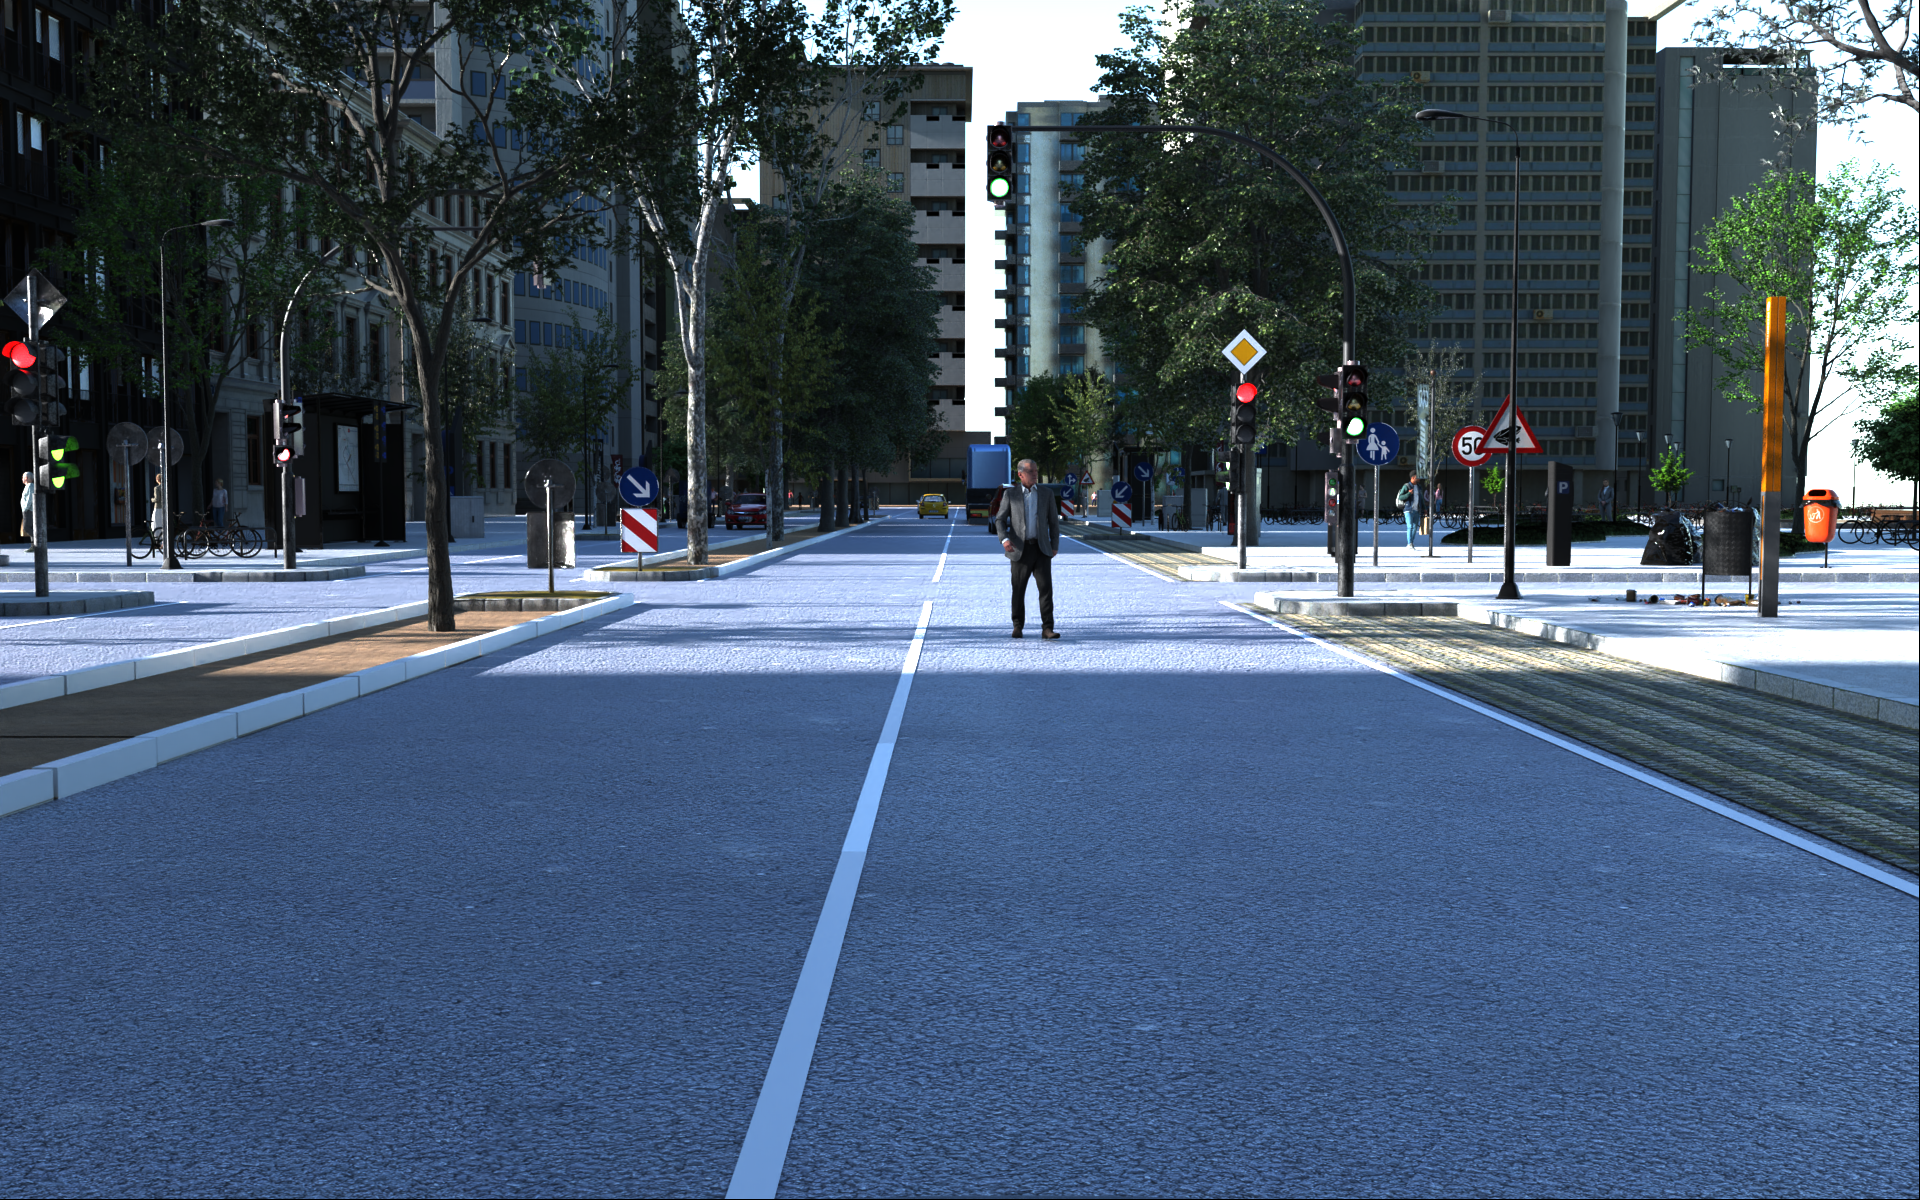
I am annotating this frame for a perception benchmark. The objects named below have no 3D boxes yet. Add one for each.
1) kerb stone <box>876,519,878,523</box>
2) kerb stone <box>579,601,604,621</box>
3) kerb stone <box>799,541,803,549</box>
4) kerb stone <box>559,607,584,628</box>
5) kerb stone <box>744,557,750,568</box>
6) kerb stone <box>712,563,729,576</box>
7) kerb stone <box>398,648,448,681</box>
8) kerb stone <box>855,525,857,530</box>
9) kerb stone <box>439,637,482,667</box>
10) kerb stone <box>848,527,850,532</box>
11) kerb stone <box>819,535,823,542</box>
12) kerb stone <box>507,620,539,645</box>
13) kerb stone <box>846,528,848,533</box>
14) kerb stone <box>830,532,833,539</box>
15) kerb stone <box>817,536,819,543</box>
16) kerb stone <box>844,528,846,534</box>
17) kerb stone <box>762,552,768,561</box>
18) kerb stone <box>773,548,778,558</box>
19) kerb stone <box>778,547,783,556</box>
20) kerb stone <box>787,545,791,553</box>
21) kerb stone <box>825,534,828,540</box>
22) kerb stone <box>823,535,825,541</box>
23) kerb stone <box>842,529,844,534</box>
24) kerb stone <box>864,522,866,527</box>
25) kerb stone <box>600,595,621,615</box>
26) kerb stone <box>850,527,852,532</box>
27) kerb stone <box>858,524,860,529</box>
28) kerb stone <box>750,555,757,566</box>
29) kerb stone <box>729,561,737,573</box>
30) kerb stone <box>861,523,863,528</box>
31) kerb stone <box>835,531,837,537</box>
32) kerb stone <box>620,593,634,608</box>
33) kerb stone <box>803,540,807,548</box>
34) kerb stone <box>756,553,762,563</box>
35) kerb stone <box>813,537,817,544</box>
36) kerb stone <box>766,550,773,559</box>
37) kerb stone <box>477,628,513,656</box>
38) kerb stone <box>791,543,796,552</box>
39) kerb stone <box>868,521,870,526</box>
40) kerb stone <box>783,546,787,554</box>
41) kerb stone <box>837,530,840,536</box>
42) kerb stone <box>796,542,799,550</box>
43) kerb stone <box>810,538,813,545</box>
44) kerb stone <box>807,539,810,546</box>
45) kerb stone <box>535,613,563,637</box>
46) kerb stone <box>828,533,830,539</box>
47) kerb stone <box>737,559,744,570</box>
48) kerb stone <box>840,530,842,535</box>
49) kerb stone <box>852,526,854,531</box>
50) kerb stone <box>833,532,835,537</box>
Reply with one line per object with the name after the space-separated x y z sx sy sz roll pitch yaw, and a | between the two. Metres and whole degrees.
-4.199 -3.780 83.998 0.120 0.150 1.000 0 3 0 | kerb stone
-4.283 0.142 19.883 0.120 0.150 1.000 0 3 0 | kerb stone
-4.253 -1.397 45.042 0.120 0.150 1.000 0 3 0 | kerb stone
-4.290 0.207 18.861 0.120 0.150 1.000 0 3 0 | kerb stone
-4.264 -0.705 33.779 0.120 0.150 1.000 0 3 0 | kerb stone
-4.268 -0.520 30.705 0.120 0.150 1.000 0 3 0 | kerb stone
-4.296 0.517 13.746 0.120 0.150 1.000 0 3 0 | kerb stone
-4.223 -2.777 67.606 0.120 0.150 1.000 0 3 0 | kerb stone
-4.296 0.456 14.768 0.120 0.150 1.000 0 3 0 | kerb stone
-4.230 -2.525 63.486 0.120 0.150 1.000 0 3 0 | kerb stone
-4.239 -1.774 51.194 0.120 0.150 1.000 0 3 0 | kerb stone
-4.294 0.330 16.814 0.120 0.150 1.000 0 3 0 | kerb stone
-4.224 -2.463 62.464 0.120 0.150 1.000 0 3 0 | kerb stone
-4.235 -2.023 55.295 0.120 0.150 1.000 0 3 0 | kerb stone
-4.250 -1.710 50.169 0.120 0.150 1.000 0 3 0 | kerb stone
-4.231 -2.400 61.438 0.120 0.150 1.000 0 3 0 | kerb stone
-4.266 -0.895 36.851 0.120 0.150 1.000 0 3 0 | kerb stone
-4.265 -1.021 38.895 0.120 0.150 1.000 0 3 0 | kerb stone
-4.261 -1.082 39.918 0.120 0.150 1.000 0 3 0 | kerb stone
-4.260 -1.210 41.975 0.120 0.150 1.000 0 3 0 | kerb stone
-4.234 -1.899 53.243 0.120 0.150 1.000 0 3 0 | kerb stone
-4.241 -1.836 52.220 0.120 0.150 1.000 0 3 0 | kerb stone
-4.235 -2.333 60.406 0.120 0.150 1.000 0 3 0 | kerb stone
-4.211 -3.148 73.743 0.120 0.150 1.000 0 3 0 | kerb stone
-4.279 0.079 20.910 0.120 0.150 1.000 0 3 0 | kerb stone
-4.225 -2.588 64.514 0.120 0.150 1.000 0 3 0 | kerb stone
-4.211 -2.903 69.652 0.120 0.150 1.000 0 3 0 | kerb stone
-4.257 -0.768 34.802 0.120 0.150 1.000 0 3 0 | kerb stone
-4.265 -0.583 31.731 0.120 0.150 1.000 0 3 0 | kerb stone
-4.210 -3.026 71.697 0.120 0.150 1.000 0 3 0 | kerb stone
-4.237 -2.149 57.339 0.120 0.150 1.000 0 3 0 | kerb stone
-4.287 0.016 21.933 0.120 0.150 1.000 0 3 0 | kerb stone
-4.250 -1.460 46.064 0.120 0.150 1.000 0 3 0 | kerb stone
-4.265 -0.832 35.829 0.120 0.150 1.000 0 3 0 | kerb stone
-4.242 -1.648 49.135 0.120 0.150 1.000 0 3 0 | kerb stone
-4.265 -0.959 37.873 0.120 0.150 1.000 0 3 0 | kerb stone
-4.289 0.392 15.790 0.120 0.150 1.000 0 3 0 | kerb stone
-4.252 -1.272 42.997 0.120 0.150 1.000 0 3 0 | kerb stone
-4.209 -3.341 76.820 0.120 0.150 1.000 0 3 0 | kerb stone
-4.262 -1.146 40.945 0.120 0.150 1.000 0 3 0 | kerb stone
-4.234 -2.212 58.361 0.120 0.150 1.000 0 3 0 | kerb stone
-4.256 -1.331 44.020 0.120 0.150 1.000 0 3 0 | kerb stone
-4.252 -1.584 48.109 0.120 0.150 1.000 0 3 0 | kerb stone
-4.251 -1.521 47.086 0.120 0.150 1.000 0 3 0 | kerb stone
-4.289 0.267 17.836 0.120 0.150 1.000 0 3 0 | kerb stone
-4.243 -1.961 54.265 0.120 0.150 1.000 0 3 0 | kerb stone
-4.264 -0.643 32.754 0.120 0.150 1.000 0 3 0 | kerb stone
-4.226 -2.270 59.384 0.120 0.150 1.000 0 3 0 | kerb stone
-4.218 -2.652 65.548 0.120 0.150 1.000 0 3 0 | kerb stone
-4.234 -2.086 56.317 0.120 0.150 1.000 0 3 0 | kerb stone
